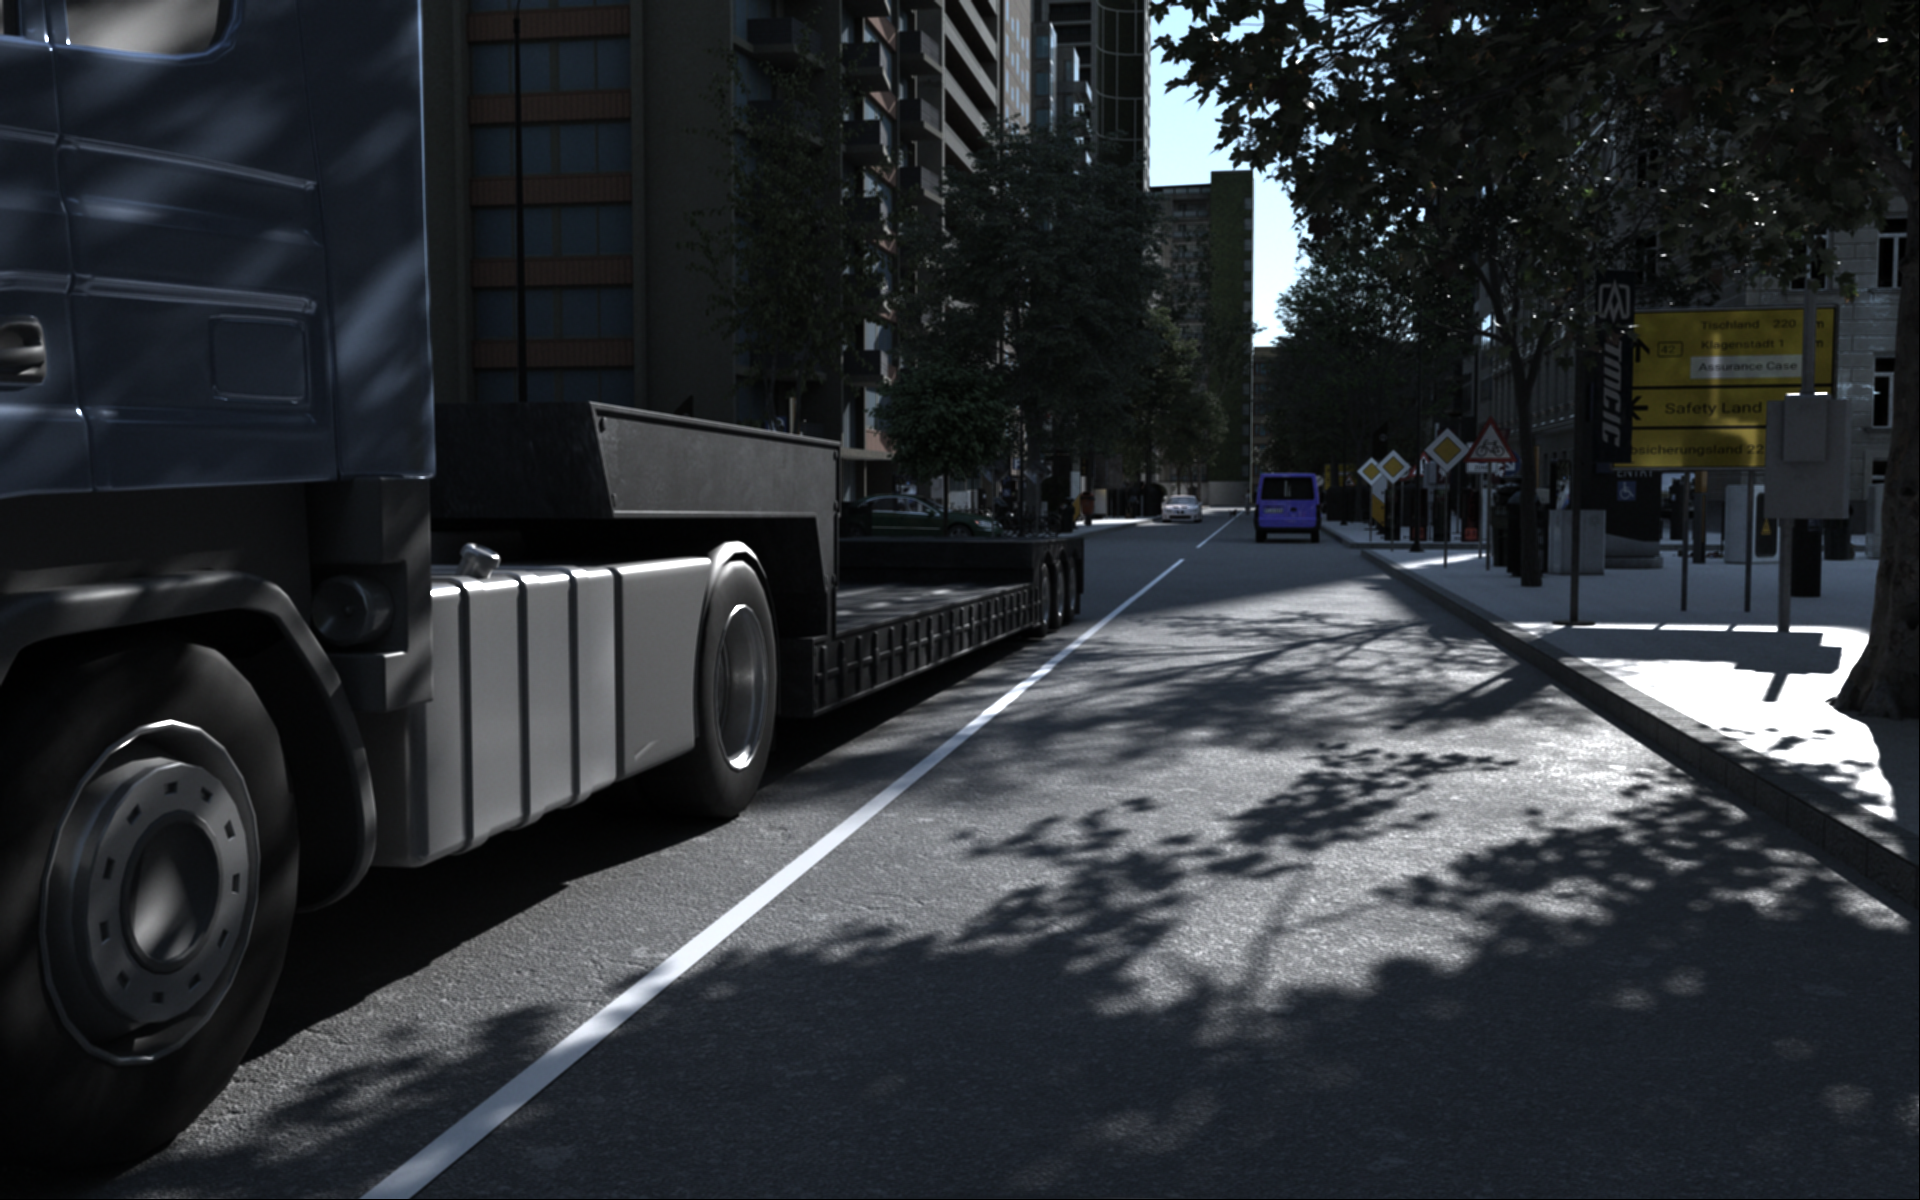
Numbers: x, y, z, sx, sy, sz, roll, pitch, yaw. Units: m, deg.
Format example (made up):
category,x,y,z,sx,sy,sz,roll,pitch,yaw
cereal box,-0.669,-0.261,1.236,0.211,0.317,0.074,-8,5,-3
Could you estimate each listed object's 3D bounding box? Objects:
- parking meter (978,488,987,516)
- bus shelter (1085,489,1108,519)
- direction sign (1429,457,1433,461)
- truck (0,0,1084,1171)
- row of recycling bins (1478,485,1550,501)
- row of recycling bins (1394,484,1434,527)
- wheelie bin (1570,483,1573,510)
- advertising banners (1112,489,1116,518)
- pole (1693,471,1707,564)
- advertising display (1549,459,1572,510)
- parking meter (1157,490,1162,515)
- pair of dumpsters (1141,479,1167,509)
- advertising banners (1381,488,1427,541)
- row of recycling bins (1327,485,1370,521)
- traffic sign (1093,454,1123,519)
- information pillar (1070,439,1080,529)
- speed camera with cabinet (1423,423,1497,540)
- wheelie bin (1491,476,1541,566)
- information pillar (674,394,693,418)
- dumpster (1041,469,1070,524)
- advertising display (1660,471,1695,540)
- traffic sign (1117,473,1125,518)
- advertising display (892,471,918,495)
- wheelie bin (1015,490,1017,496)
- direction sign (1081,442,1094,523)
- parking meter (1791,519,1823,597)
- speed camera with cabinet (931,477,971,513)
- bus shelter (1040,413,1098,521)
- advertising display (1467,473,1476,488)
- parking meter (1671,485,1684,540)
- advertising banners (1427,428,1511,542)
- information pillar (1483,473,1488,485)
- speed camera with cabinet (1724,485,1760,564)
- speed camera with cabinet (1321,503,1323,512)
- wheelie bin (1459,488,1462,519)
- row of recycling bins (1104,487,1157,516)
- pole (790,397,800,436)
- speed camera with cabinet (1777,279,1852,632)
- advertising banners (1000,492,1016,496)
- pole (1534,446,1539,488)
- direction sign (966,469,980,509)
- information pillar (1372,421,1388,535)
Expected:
category,x,y,z,sx,sy,sz,roll,pitch,yaw
parking meter,0.970,-4.122,75.803,0.372,1.533,0.369,0,3,0
bus shelter,7.196,-5.931,90.895,2.014,3.302,5.546,1,4,10
direction sign,25.815,-6.304,95.070,0.379,3.537,0.876,0,4,3
truck,-1.547,-1.286,10.781,2.967,4.110,18.799,1,4,11
row of recycling bins,24.505,-4.227,76.220,3.534,1.692,1.069,0,4,3
row of recycling bins,18.448,-3.816,69.503,1.069,1.692,3.534,2,4,31
wheelie bin,17.406,-2.487,48.572,0.980,1.594,0.693,1,4,14
advertising banners,8.518,-6.063,95.320,0.090,3.025,2.074,1,4,10
pole,13.673,-2.330,31.946,0.158,3.312,0.155,0,3,0
advertising display,11.233,-1.664,32.424,0.123,1.923,0.974,2,4,35
parking meter,12.223,-6.005,106.584,0.372,1.533,0.369,0,3,0
pair of dumpsters,12.577,-6.719,112.346,1.574,2.255,4.437,1,4,10
advertising banners,12.483,-3.119,47.188,2.074,3.025,0.090,3,4,38
row of recycling bins,19.028,-4.714,84.188,1.069,1.692,3.534,3,5,43
traffic sign,7.126,-5.751,87.908,2.265,3.308,0.079,1,4,15
information pillar,4.231,-4.426,63.726,0.183,3.616,0.504,3,5,44
speed camera with cabinet,13.986,-3.298,48.255,2.038,3.252,0.660,1,4,19
wheelie bin,9.832,-1.393,30.684,0.693,1.594,0.980,-2,4,-34
information pillar,-6.502,-3.029,40.883,0.504,3.616,0.183,1,4,19
dumpster,3.731,-3.877,65.877,1.502,2.255,1.985,1,4,10
advertising display,20.303,-2.677,48.977,0.974,1.923,0.123,2,4,29
traffic sign,8.564,-5.731,93.810,0.768,2.556,0.104,1,4,14
advertising display,-1.535,-2.635,48.290,0.123,1.923,0.974,3,4,38
wheelie bin,4.189,-6.860,120.072,0.980,1.594,0.693,2,4,27
direction sign,5.560,-5.111,75.567,0.379,3.537,0.876,-2,4,-35
parking meter,10.589,-0.812,21.685,0.372,1.533,0.369,0,3,0
speed camera with cabinet,-0.483,-5.937,91.404,2.038,3.252,0.660,1,4,18
bus shelter,5.034,-6.407,82.386,2.179,5.291,8.768,1,4,10
advertising display,15.274,-2.849,51.795,0.123,1.923,0.974,1,4,8
parking meter,20.071,-2.444,48.369,0.372,1.533,0.369,0,3,0
advertising banners,13.607,-3.059,46.195,2.074,3.025,0.090,0,4,3
information pillar,30.918,-6.754,101.788,0.183,3.616,0.504,-3,4,-39
speed camera with cabinet,15.119,-2.319,32.245,2.038,3.252,0.660,-2,4,-32
speed camera with cabinet,26.177,-7.701,120.249,2.038,3.252,0.660,1,4,21
wheelie bin,26.217,-4.998,89.629,0.980,1.594,0.693,3,5,41
row of recycling bins,9.632,-5.668,99.789,3.534,1.692,1.069,1,4,18
pole,-3.489,-2.616,36.617,0.158,3.312,0.155,0,3,0
speed camera with cabinet,8.503,-1.313,15.809,2.038,3.252,0.660,2,4,32
advertising banners,3.052,-7.663,121.471,2.074,3.025,0.090,0,4,-5
pole,24.392,-4.862,73.336,0.158,3.312,0.155,0,3,0
direction sign,0.629,-5.699,85.177,0.876,3.537,0.379,-3,4,-39
information pillar,13.325,-3.889,54.941,0.504,3.616,0.183,1,4,11
